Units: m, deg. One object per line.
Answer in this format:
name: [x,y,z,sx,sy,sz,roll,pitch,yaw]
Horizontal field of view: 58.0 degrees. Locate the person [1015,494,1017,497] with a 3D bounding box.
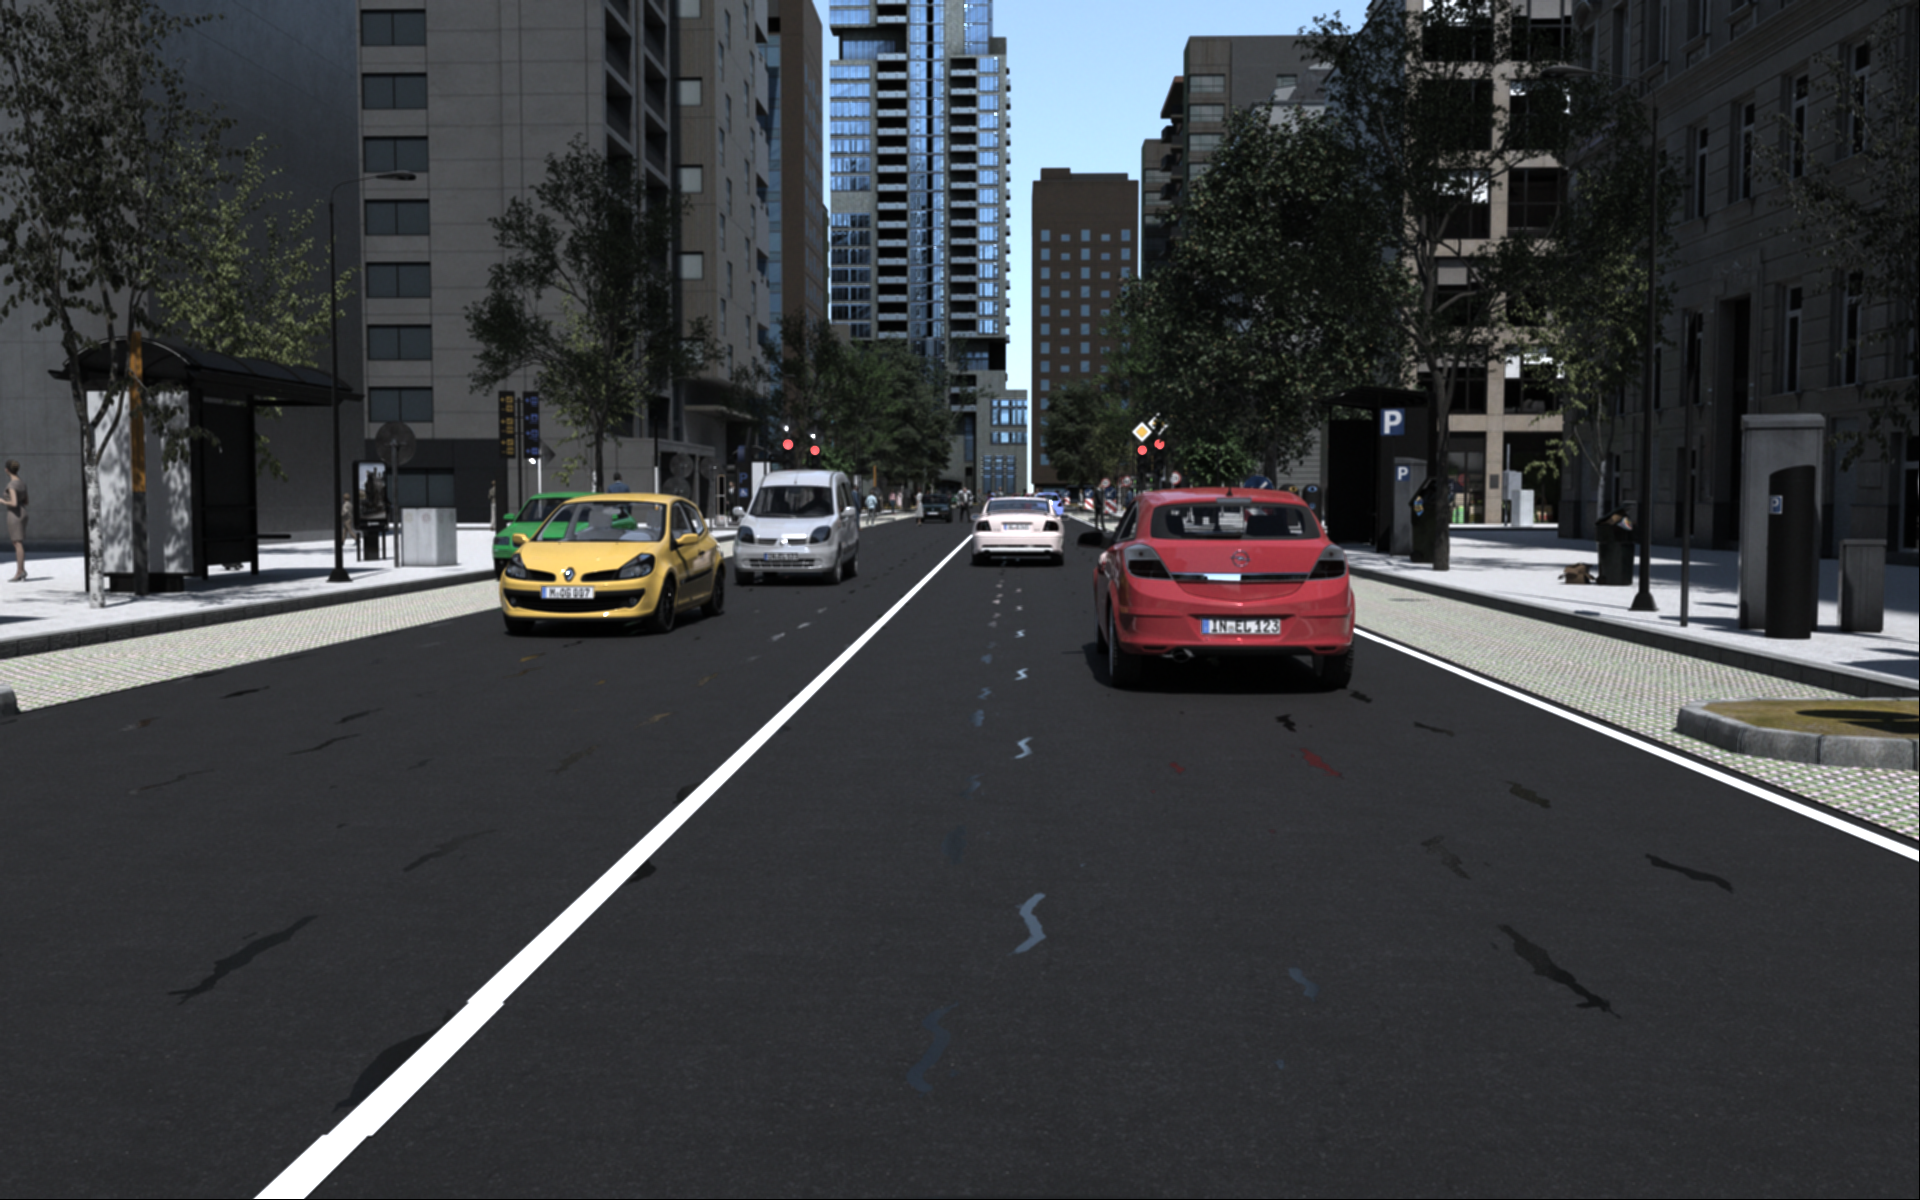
person: [5.636,-10.071,176.423,1.065,1.426,0.557,3,4,36]

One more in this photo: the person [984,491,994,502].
person: [2.450,-8.457,147.459,1.217,1.739,0.721,-1,4,-16]

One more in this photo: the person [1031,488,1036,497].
person: [4.670,-6.052,107.439,0.794,1.824,0.713,2,4,33]

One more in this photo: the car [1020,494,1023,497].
car: [6.312,-9.345,161.585,1.959,1.807,4.718,0,4,4]

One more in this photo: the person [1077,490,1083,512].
person: [9.562,-7.877,137.641,0.624,1.780,0.694,0,4,-6]

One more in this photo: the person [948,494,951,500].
person: [-1.154,-10.560,184.390,0.421,1.427,0.697,-2,4,-25]

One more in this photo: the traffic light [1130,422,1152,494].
traffic light: [7.042,-4.795,67.316,0.839,4.253,0.868,0,4,2]

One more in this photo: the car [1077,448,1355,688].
car: [2.060,-0.324,14.330,2.155,1.783,4.494,0,4,2]

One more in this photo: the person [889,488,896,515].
person: [-4.588,-6.675,117.637,0.555,1.821,0.388,-2,4,-33]

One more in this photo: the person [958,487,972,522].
person: [0.281,-4.810,87.545,0.661,1.777,0.834,-3,4,-37]

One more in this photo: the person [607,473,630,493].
person: [-8.286,-2.206,42.296,0.721,1.800,0.419,-1,4,-18]

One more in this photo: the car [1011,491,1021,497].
car: [7.034,-12.387,211.572,2.155,1.783,4.494,0,4,2]

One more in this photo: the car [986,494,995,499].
car: [4.221,-12.525,214.380,1.945,1.707,3.694,0,4,3]

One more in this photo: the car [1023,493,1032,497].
car: [4.863,-6.435,114.252,2.155,1.783,4.494,0,3,0]

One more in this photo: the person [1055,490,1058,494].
person: [8.879,-9.282,160.281,0.705,1.821,1.348,-1,4,-18]

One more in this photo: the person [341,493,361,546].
person: [-15.140,-1.987,42.803,0.640,1.303,0.475,-1,4,-10]

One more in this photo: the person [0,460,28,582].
person: [-13.851,-1.161,25.360,0.374,1.781,0.599,0,4,-8]

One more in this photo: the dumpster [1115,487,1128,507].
dumpster: [13.235,-8.251,140.668,1.264,1.857,1.865,0,4,2]

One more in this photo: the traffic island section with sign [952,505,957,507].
traffic island section with sign: [-1.211,-11.533,197.194,1.989,1.847,2.006,0,4,2]

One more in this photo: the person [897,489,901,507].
person: [-5.880,-9.903,168.625,0.621,1.740,0.551,1,4,9]

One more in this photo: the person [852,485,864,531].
person: [-4.104,-3.630,68.039,0.419,1.800,0.721,-2,4,-32]

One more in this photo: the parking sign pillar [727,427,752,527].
parking sign pillar: [-8.562,-4.927,69.036,1.447,3.967,1.447,0,4,-1]

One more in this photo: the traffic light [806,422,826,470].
traffic light: [-5.614,-4.818,67.701,0.839,4.253,0.868,0,4,2]

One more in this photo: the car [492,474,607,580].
car: [-6.787,-1.305,30.129,1.959,1.807,4.718,0,4,1]

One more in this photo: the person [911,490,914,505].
person: [-5.217,-11.219,190.282,0.742,1.727,0.445,-2,4,-29]

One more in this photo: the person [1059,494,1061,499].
person: [10.742,-10.646,185.781,0.599,1.433,0.991,-1,4,-22]

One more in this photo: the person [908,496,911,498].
person: [-5.320,-10.396,175.880,0.599,1.838,0.709,-1,4,-20]

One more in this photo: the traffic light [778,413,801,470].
traffic light: [-5.868,-4.330,59.720,0.839,4.253,0.868,0,4,2]

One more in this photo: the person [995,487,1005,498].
person: [2.138,-4.964,89.842,0.661,1.801,0.590,-1,4,-17]

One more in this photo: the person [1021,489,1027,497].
person: [5.745,-8.926,154.072,0.705,1.869,1.348,3,4,38]

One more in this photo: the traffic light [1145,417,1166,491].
traffic light: [6.788,-4.307,59.335,0.839,4.253,0.868,0,4,2]

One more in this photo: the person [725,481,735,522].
person: [-10.052,-4.325,76.539,0.659,1.850,0.755,0,4,2]

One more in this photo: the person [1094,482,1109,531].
person: [5.468,-3.630,67.216,0.474,1.900,0.648,-1,4,-22]

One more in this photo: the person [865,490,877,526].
person: [-3.957,-4.116,77.612,0.589,1.601,0.330,2,4,28]

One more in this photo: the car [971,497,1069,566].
car: [1.240,-1.451,36.086,2.083,1.381,4.827,0,4,3]

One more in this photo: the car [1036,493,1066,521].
car: [4.760,-5.152,93.820,1.945,1.707,3.694,0,4,3]

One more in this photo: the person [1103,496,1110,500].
person: [12.677,-8.640,147.437,0.705,1.807,1.348,3,5,44]

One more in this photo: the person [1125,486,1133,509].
person: [7.982,-4.471,81.783,0.419,1.800,0.721,0,4,7]

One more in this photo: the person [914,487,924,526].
person: [-1.910,-4.222,78.093,0.524,1.755,0.480,2,4,23]

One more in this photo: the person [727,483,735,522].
person: [-10.240,-4.397,78.214,0.520,1.790,0.573,-2,4,-28]

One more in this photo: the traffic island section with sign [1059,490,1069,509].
traffic island section with sign: [10.325,-9.836,169.448,1.989,1.847,2.006,0,4,2]

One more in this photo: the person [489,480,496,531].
person: [-16.152,-3.288,60.344,0.519,1.759,0.362,2,4,35]

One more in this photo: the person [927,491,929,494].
person: [-2.656,-8.407,146.667,1.217,1.743,0.721,-2,4,-25]

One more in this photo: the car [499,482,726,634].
car: [-3.746,-0.539,19.038,2.015,1.641,3.980,0,4,4]

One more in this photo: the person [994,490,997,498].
person: [2.806,-7.752,135.992,0.760,1.731,0.466,-1,4,-9]

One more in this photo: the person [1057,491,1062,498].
person: [10.698,-11.010,188.520,0.705,1.822,1.348,-2,4,-28]

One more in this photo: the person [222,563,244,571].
person: [-12.571,-1.361,28.508,0.699,1.804,1.509,3,5,41]

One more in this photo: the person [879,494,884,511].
person: [-5.932,-7.349,130.465,0.640,1.303,0.475,3,4,37]

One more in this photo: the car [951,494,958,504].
car: [-0.850,-12.698,216.400,1.959,1.807,4.718,0,4,1]

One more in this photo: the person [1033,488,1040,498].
person: [4.640,-5.902,105.087,0.616,1.811,0.778,1,4,14]

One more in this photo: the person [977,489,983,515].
person: [1.435,-6.488,114.855,0.573,1.790,0.520,0,4,-4]

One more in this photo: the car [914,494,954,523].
car: [-1.275,-4.755,87.535,2.009,1.686,4.222,0,4,2]
